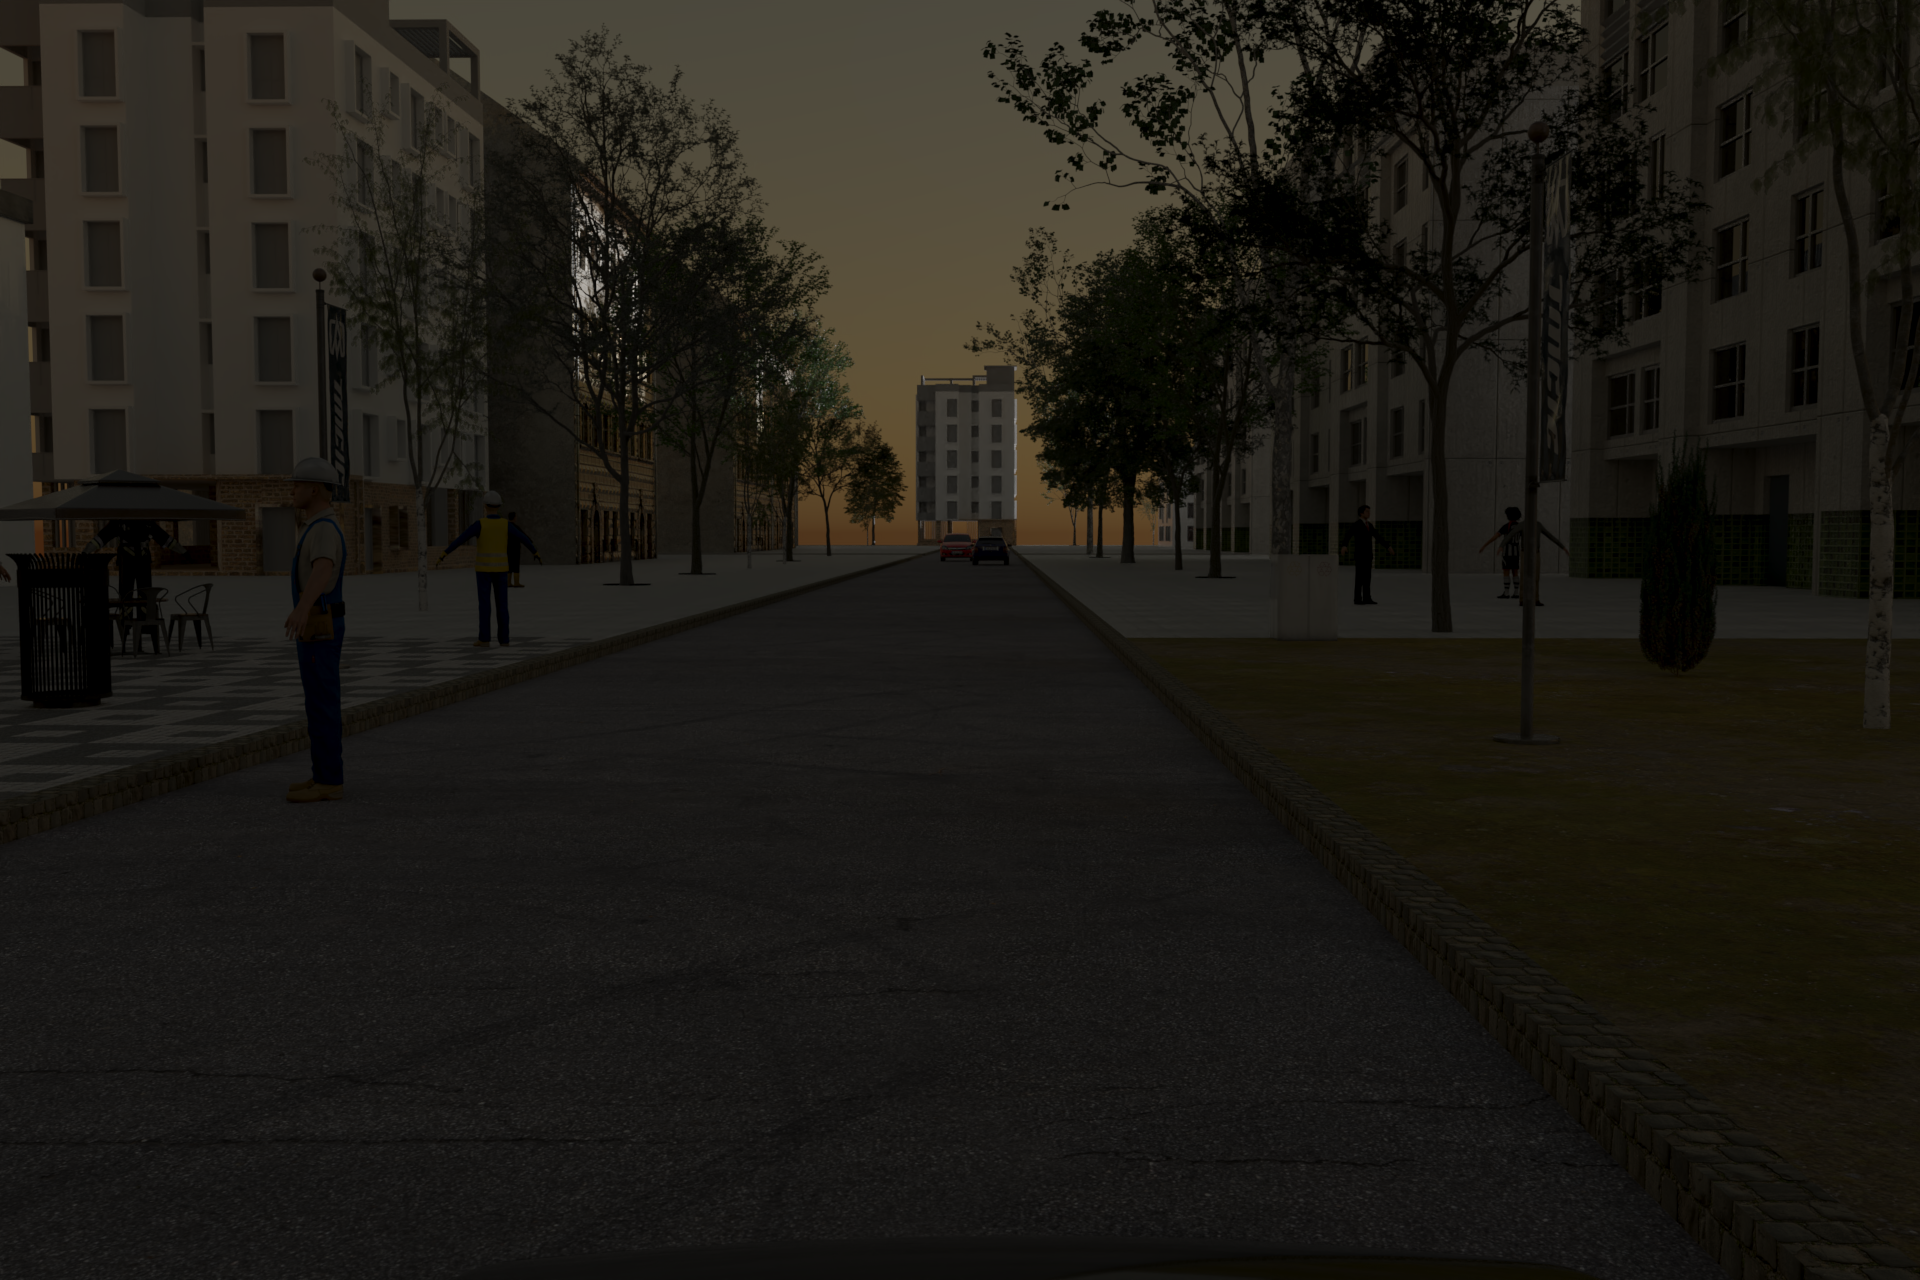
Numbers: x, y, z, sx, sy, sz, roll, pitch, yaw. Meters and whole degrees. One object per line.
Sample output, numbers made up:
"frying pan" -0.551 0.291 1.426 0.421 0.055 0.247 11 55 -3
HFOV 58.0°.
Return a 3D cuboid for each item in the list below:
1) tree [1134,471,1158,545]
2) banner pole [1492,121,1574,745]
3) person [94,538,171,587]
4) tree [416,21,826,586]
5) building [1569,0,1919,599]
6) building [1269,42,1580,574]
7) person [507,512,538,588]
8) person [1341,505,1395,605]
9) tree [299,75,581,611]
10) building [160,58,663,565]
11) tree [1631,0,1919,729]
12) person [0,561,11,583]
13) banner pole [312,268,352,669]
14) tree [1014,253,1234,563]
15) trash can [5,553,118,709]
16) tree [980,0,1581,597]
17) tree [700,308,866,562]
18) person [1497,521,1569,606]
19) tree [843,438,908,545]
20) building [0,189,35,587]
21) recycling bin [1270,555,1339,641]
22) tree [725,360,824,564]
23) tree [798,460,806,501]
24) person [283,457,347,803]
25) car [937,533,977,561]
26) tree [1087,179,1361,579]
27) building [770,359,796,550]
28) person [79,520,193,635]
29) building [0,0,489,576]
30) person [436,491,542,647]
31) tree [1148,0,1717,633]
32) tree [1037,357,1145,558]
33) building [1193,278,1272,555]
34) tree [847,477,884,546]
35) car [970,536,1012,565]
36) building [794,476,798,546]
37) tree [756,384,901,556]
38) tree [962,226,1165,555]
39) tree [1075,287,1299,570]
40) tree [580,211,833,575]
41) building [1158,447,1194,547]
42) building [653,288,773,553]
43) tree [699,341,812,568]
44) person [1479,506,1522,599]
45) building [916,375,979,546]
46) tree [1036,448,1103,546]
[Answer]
"tree" 22.031 -14.958 194.933 4.360 8.622 3.978 0 3 0
"banner pole" 3.504 -1.246 10.384 0.401 3.779 0.863 0 4 1
"person" -14.591 -1.457 30.548 1.216 1.740 0.721 -2 4 -25
"tree" -8.449 -8.097 42.755 12.009 13.543 11.850 0 3 0
"building" 26.127 -10.312 35.062 16.747 18.905 31.486 0 4 1
"building" 23.709 -12.516 71.088 16.747 18.905 31.486 0 4 1
"person" -10.704 -2.166 41.552 1.346 1.812 0.704 2 4 28
"person" 7.366 -1.548 31.499 1.347 1.806 0.705 -2 4 -35
"tree" -9.152 -4.793 28.730 4.360 8.622 3.978 0 3 0
"building" -25.013 -15.241 80.112 19.493 23.208 18.063 0 4 0
"tree" 6.100 -3.736 11.441 4.360 8.622 3.978 0 3 0
"person" -7.816 -0.427 13.160 0.705 1.806 1.347 1 4 14
"banner pole" -6.019 -1.629 16.645 0.401 3.779 0.863 0 4 2
"tree" 7.333 -10.380 76.369 9.857 13.997 8.962 0 3 0
"trash can" -6.670 -0.077 12.908 0.748 1.137 0.748 0 3 0
"tree" 6.819 -11.005 35.828 12.611 20.169 13.585 0 3 0
"tree" -8.112 -9.476 80.696 9.928 11.665 9.643 0 3 0
"person" 10.148 -1.499 30.775 1.348 1.796 0.705 0 4 -8
"tree" -9.598 -17.239 199.988 7.486 12.596 7.792 0 3 0
"building" -24.217 -5.359 29.765 9.099 9.664 28.070 0 4 1
"recycling bin" 4.187 -0.523 21.101 0.722 1.027 0.722 0 4 2
"tree" -7.599 -7.528 73.442 4.737 8.622 4.395 0 3 0
"tree" -21.260 -16.551 196.366 9.928 11.665 9.643 0 3 0
"person" -3.507 -0.066 9.396 0.705 1.847 1.347 -1 4 -19
"car" -0.131 -5.079 92.085 2.155 1.783 4.494 0 4 1
"tree" 7.583 -7.596 49.955 9.928 11.665 9.643 0 3 0
"building" -24.055 -19.252 145.700 19.493 23.208 18.063 0 4 0
"person" -10.527 -0.998 22.101 1.354 1.856 0.705 -3 4 -37
"building" -23.553 -12.119 54.559 16.016 20.090 11.380 0 4 0
"person" -5.366 -0.816 19.805 1.216 1.772 0.721 -2 4 -31
"tree" 5.973 -5.377 22.321 7.601 10.594 8.767 -1 4 -11
"tree" 7.662 -10.208 92.660 9.928 11.665 9.643 0 3 0
"building" 27.625 -16.019 128.374 16.747 18.905 31.486 0 4 1
"tree" -10.069 -14.834 192.896 4.360 8.622 3.978 0 3 0
"car" 1.449 -4.175 80.835 1.945 1.354 3.894 0 4 2
"building" -26.129 -18.689 172.021 16.747 18.905 31.486 0 4 1
"tree" -7.649 -10.182 100.881 8.767 10.594 7.601 -1 4 -9
"tree" 7.036 -15.389 107.497 12.611 20.169 13.585 0 3 0
"tree" 7.904 -7.779 61.593 8.767 10.594 7.601 1 4 17
"tree" -8.188 -7.878 54.567 9.928 11.665 9.643 0 3 0
"building" 24.829 -13.709 166.284 9.099 9.664 28.070 0 4 1
"building" -24.120 -18.012 125.425 19.493 23.208 18.063 0 4 2
"tree" -8.099 -6.978 64.450 4.360 8.622 3.978 0 3 0
"person" 10.928 -1.728 34.393 1.345 1.843 0.704 -1 4 -21
"building" -4.712 -20.822 199.311 11.380 20.090 16.016 0 4 7
"tree" 12.569 -16.281 191.945 9.928 11.665 9.643 0 3 0
